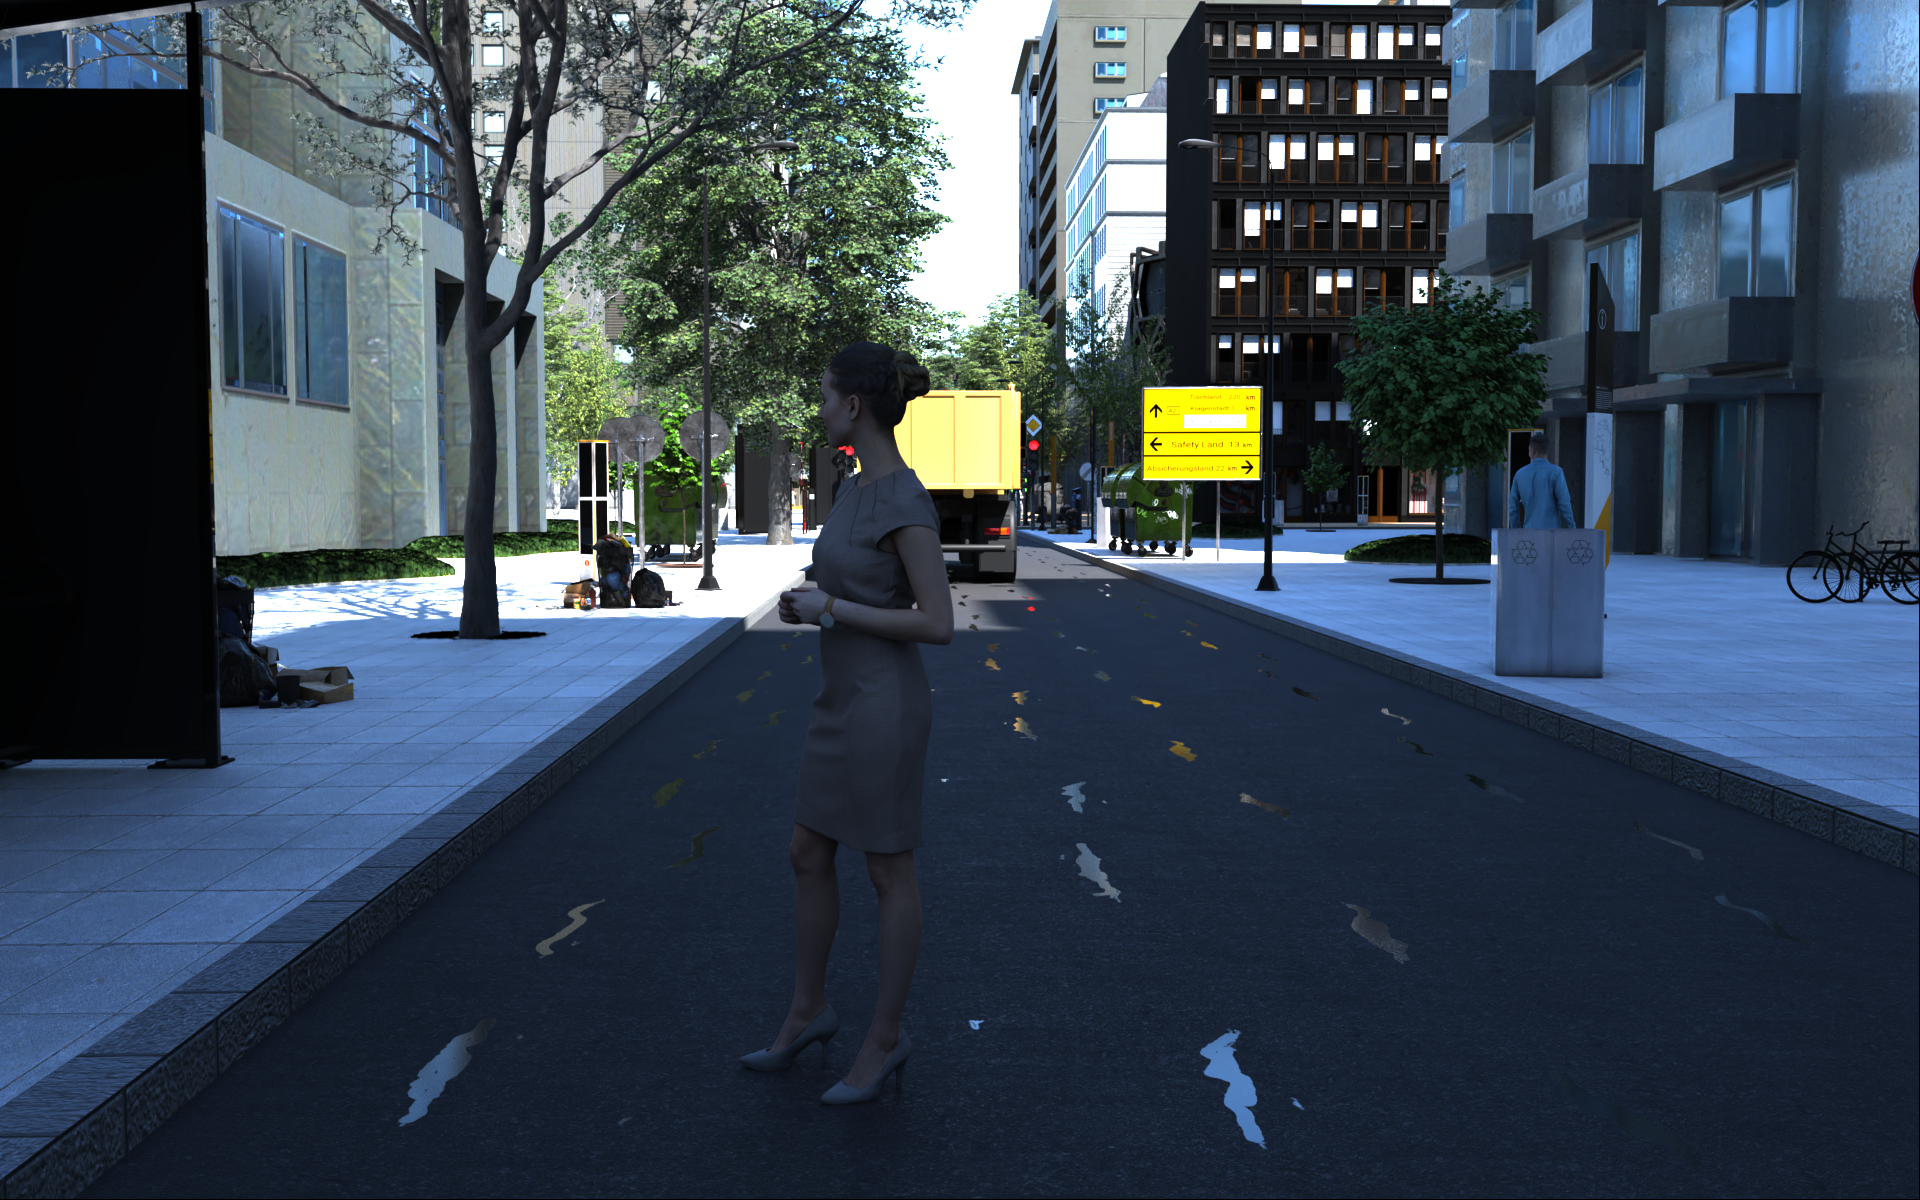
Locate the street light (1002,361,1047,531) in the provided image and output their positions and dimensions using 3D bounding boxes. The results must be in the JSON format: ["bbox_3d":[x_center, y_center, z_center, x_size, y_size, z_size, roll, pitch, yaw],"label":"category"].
[{"bbox_3d":[2.345,-5.376,60.433,1.470,5.913,1.316,0,4,-2],"label":"street light"}]

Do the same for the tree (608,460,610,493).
[{"bbox_3d":[-10.392,-3.509,51.966,1.663,3.219,1.824,0,3,0],"label":"tree"}]

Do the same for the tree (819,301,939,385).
[{"bbox_3d":[-7.883,-19.048,167.331,12.611,20.169,13.585,0,3,0],"label":"tree"}]

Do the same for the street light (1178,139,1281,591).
[{"bbox_3d":[3.558,-3.078,22.866,1.470,5.913,1.316,0,4,-2],"label":"street light"}]

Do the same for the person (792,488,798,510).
[{"bbox_3d":[-13.091,-7.960,136.550,0.716,1.782,0.532,2,4,24],"label":"person"}]

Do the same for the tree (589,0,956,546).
[{"bbox_3d":[-4.459,-8.341,43.028,9.857,13.997,8.962,0,3,0],"label":"tree"}]

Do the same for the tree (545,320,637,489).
[{"bbox_3d":[-15.907,-7.560,73.965,4.737,8.622,4.395,0,3,0],"label":"tree"}]

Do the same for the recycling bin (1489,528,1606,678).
[{"bbox_3d":[4.206,0.007,12.437,0.722,1.027,0.722,1,4,13],"label":"recycling bin"}]

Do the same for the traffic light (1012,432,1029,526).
[{"bbox_3d":[2.308,-4.891,68.880,0.839,4.253,0.868,0,4,-2],"label":"traffic light"}]

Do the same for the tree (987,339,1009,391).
[{"bbox_3d":[2.655,-7.841,78.560,4.737,8.622,4.395,0,3,0],"label":"tree"}]

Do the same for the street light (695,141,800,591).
[{"bbox_3d":[-2.808,-3.081,22.916,1.470,5.913,1.316,0,4,-2],"label":"street light"}]

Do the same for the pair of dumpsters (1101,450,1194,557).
[{"bbox_3d":[4.046,-2.115,37.072,1.574,2.255,4.437,0,4,-2],"label":"pair of dumpsters"}]

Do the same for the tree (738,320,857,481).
[{"bbox_3d":[-7.322,-11.882,111.283,9.611,12.733,9.660,0,3,0],"label":"tree"}]

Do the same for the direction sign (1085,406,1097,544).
[{"bbox_3d":[3.433,-3.230,44.815,0.379,3.537,0.876,1,4,12],"label":"direction sign"}]

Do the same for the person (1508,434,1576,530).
[{"bbox_3d":[5.344,-0.625,16.129,0.748,1.841,0.638,-2,4,-26],"label":"person"}]

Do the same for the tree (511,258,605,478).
[{"bbox_3d":[-21.018,-10.117,83.546,7.486,12.596,7.792,0,3,0],"label":"tree"}]

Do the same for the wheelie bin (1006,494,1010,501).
[{"bbox_3d":[2.201,-5.172,92.464,0.980,1.594,0.693,-2,4,-33],"label":"wheelie bin"}]

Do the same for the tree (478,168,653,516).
[{"bbox_3d":[-25.489,-15.086,102.553,12.611,20.169,13.585,0,3,0],"label":"tree"}]

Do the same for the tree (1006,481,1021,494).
[{"bbox_3d":[2.392,-5.831,89.943,1.663,3.219,1.824,0,3,0],"label":"tree"}]

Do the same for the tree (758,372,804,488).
[{"bbox_3d":[-9.218,-8.216,84.690,4.360,8.622,3.978,0,3,0],"label":"tree"}]

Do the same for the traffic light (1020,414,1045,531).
[{"bbox_3d":[2.549,-4.402,60.899,0.839,4.253,0.868,0,4,-2],"label":"traffic light"}]

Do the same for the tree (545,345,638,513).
[{"bbox_3d":[-25.519,-11.680,116.719,9.928,11.665,9.643,0,3,0],"label":"tree"}]

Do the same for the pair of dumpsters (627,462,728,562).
[{"bbox_3d":[-5.588,-1.952,34.409,1.574,2.255,4.437,0,4,-2],"label":"pair of dumpsters"}]

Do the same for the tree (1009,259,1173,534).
[{"bbox_3d":[4.536,-6.406,55.095,4.737,8.622,4.395,0,3,0],"label":"tree"}]

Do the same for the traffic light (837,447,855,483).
[{"bbox_3d":[-4.109,-4.389,60.683,0.839,4.253,0.868,0,4,-2],"label":"traffic light"}]

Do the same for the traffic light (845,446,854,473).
[{"bbox_3d":[-4.349,-4.877,68.665,0.839,4.253,0.868,0,4,-2],"label":"traffic light"}]

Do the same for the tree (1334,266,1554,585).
[{"bbox_3d":[7.039,-2.535,25.166,4.285,4.588,4.351,0,3,0],"label":"tree"}]

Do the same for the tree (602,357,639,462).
[{"bbox_3d":[-16.399,-8.582,90.671,4.360,8.622,3.978,0,3,0],"label":"tree"}]

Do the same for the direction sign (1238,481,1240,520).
[{"bbox_3d":[11.346,-4.797,70.435,0.876,3.537,0.379,1,4,16],"label":"direction sign"}]

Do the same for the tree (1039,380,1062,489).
[{"bbox_3d":[6.451,-9.913,112.440,4.360,8.622,3.978,0,3,0],"label":"tree"}]

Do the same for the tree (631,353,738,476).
[{"bbox_3d":[-20.165,-12.921,128.268,9.611,12.733,9.660,0,3,0],"label":"tree"}]

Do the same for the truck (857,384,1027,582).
[{"bbox_3d":[-0.352,-2.190,31.732,3.469,3.379,9.791,0,4,0],"label":"truck"}]

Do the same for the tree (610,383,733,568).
[{"bbox_3d":[-4.928,-2.175,30.161,1.663,3.219,1.824,0,3,0],"label":"tree"}]

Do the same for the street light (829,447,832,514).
[{"bbox_3d":[-3.955,-5.345,59.932,1.470,5.913,1.316,0,4,-2],"label":"street light"}]

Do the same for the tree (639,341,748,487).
[{"bbox_3d":[-12.189,-7.875,79.111,4.360,8.622,3.978,0,3,0],"label":"tree"}]

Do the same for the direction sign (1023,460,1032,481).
[{"bbox_3d":[3.883,-6.812,103.368,0.876,3.537,0.379,-2,4,-24],"label":"direction sign"}]

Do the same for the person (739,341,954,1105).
[{"bbox_3d":[-0.271,0.290,4.103,0.374,1.781,0.599,-2,4,-27],"label":"person"}]

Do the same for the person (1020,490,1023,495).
[{"bbox_3d":[5.994,-10.246,174.248,1.217,1.739,0.721,2,4,26],"label":"person"}]

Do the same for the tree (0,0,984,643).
[{"bbox_3d":[-4.143,-6.405,15.093,12.009,13.543,11.850,0,3,0],"label":"tree"}]

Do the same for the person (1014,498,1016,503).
[{"bbox_3d":[3.445,-6.227,107.213,0.648,1.900,0.474,3,5,39],"label":"person"}]

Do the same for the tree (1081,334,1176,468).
[{"bbox_3d":[8.094,-7.876,79.136,4.360,8.622,3.978,0,3,0],"label":"tree"}]

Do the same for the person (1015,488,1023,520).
[{"bbox_3d":[2.945,-4.763,84.113,0.583,1.804,0.606,1,4,17],"label":"person"}]

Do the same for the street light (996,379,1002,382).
[{"bbox_3d":[2.156,-5.971,70.161,1.470,5.913,1.316,0,4,-2],"label":"street light"}]

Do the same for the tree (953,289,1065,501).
[{"bbox_3d":[2.544,-10.892,96.209,7.486,12.596,7.792,0,3,0],"label":"tree"}]

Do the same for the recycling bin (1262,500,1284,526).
[{"bbox_3d":[12.666,-3.516,70.042,0.722,1.027,0.722,2,4,25],"label":"recycling bin"}]

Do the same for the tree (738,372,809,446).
[{"bbox_3d":[-9.573,-8.574,90.540,4.737,8.622,4.395,0,3,0],"label":"tree"}]

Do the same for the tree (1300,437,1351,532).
[{"bbox_3d":[12.213,-3.939,58.999,1.663,3.219,1.824,0,3,0],"label":"tree"}]

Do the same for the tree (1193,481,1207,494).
[{"bbox_3d":[7.710,-3.963,59.392,1.663,3.219,1.824,0,3,0],"label":"tree"}]

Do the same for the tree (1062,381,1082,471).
[{"bbox_3d":[7.380,-8.165,83.865,4.360,8.622,3.978,0,3,0],"label":"tree"}]
